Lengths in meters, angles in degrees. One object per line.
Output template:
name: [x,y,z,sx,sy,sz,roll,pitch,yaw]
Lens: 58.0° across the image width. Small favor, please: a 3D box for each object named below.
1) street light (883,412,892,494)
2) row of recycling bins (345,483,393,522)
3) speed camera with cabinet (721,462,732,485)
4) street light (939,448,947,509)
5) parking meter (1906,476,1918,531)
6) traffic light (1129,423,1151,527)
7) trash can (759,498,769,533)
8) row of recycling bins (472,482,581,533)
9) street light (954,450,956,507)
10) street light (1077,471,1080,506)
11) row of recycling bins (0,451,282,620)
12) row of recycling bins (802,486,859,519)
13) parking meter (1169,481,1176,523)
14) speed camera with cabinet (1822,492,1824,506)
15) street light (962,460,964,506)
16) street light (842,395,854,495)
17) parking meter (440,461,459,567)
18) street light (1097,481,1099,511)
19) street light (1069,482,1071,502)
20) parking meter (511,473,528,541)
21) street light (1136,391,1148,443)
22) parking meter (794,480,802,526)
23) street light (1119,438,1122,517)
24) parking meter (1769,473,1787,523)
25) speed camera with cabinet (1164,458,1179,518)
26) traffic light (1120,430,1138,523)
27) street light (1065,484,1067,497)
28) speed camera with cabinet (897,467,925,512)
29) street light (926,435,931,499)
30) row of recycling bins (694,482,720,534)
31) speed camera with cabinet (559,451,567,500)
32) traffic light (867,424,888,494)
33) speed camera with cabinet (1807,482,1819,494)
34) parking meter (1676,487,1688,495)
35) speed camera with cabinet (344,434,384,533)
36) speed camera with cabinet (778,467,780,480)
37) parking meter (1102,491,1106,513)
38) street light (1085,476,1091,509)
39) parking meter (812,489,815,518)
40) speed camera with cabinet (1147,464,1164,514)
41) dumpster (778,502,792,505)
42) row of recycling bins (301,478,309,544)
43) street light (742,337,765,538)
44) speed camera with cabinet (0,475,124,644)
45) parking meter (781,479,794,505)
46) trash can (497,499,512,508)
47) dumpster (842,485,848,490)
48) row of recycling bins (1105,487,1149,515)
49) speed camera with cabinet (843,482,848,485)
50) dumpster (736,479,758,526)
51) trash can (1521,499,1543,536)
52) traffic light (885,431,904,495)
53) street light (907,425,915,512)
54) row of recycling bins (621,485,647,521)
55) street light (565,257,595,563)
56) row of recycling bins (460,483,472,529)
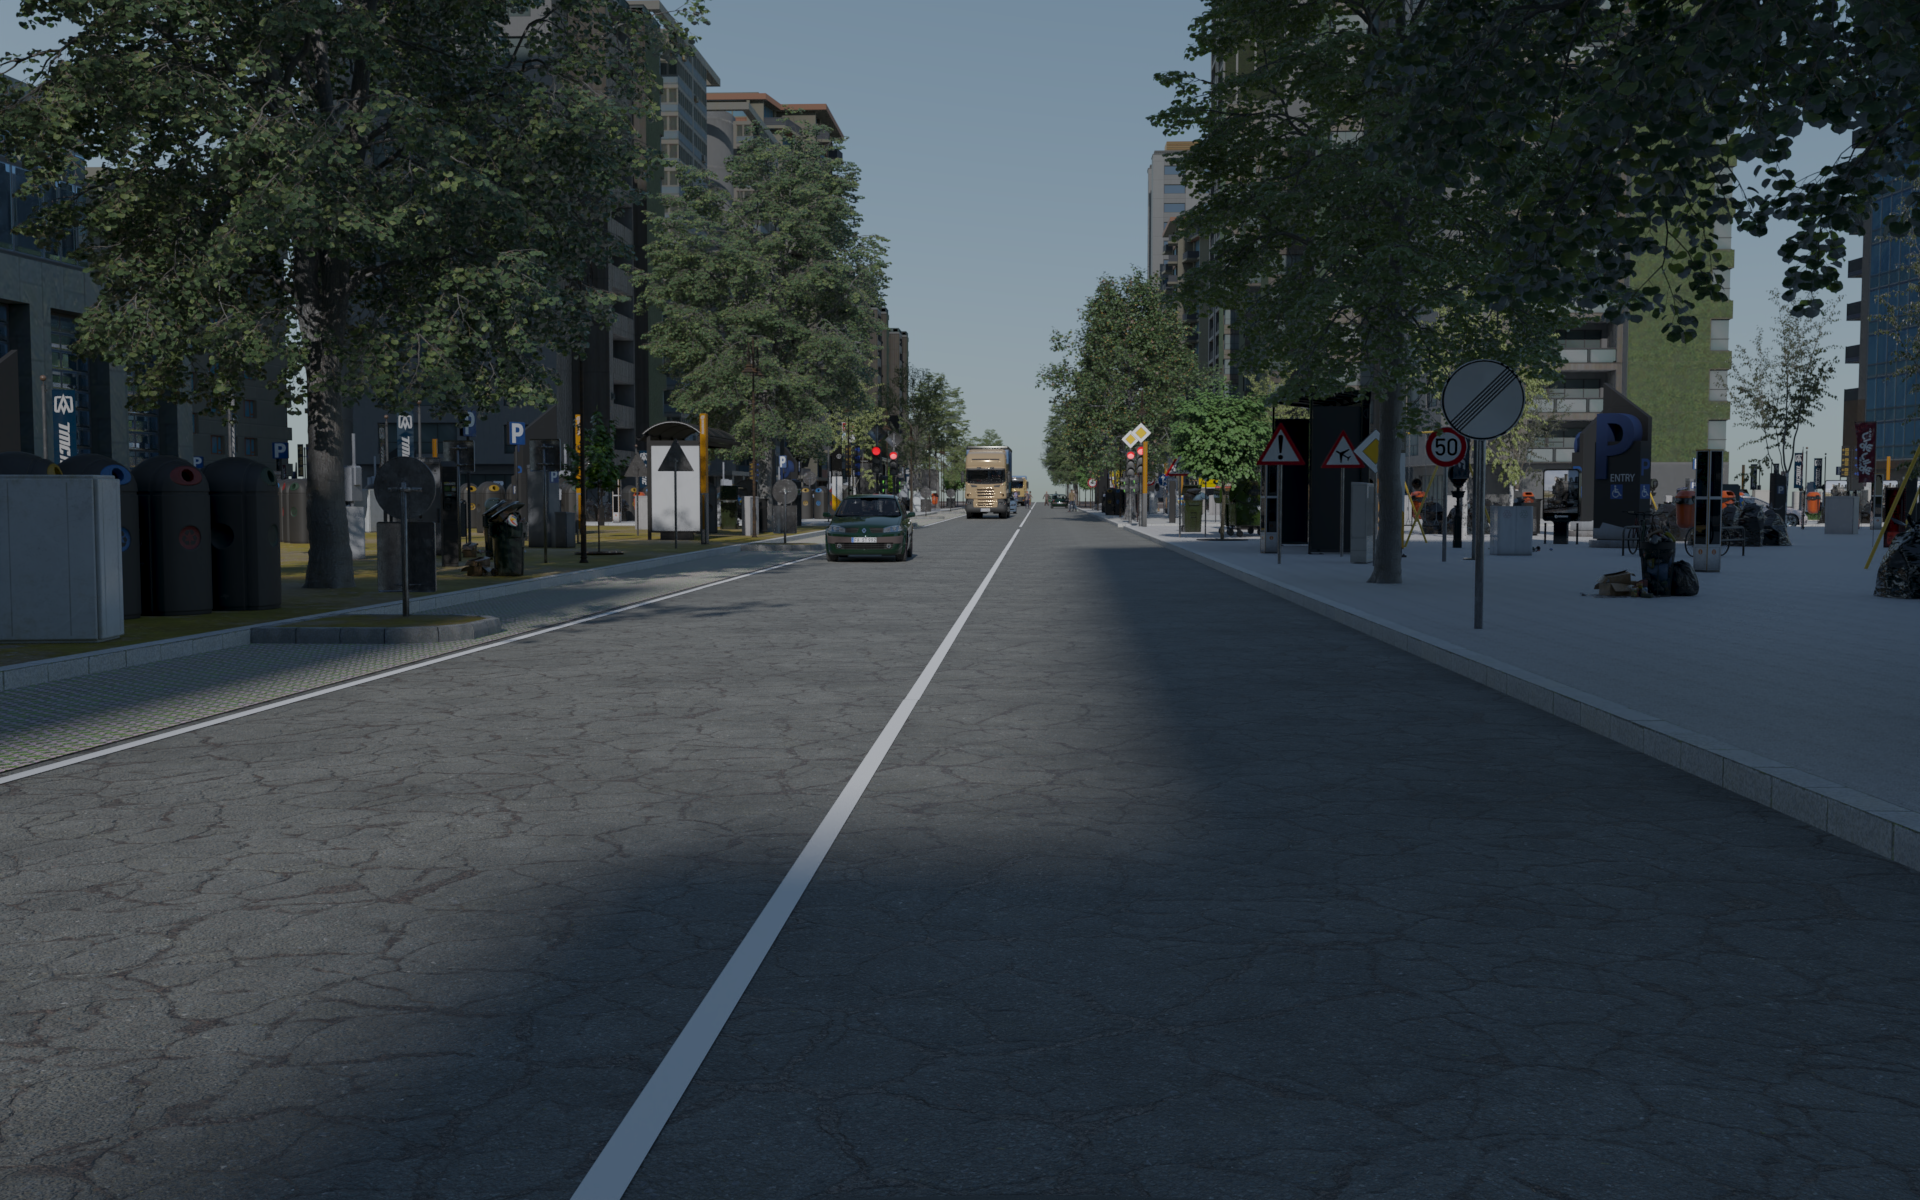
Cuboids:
street light: [-4.017,-7.504,95.486,0.468,5.910,1.993,0,4,3]
row of recycling bins: [-22.919,-3.634,66.533,1.069,1.692,3.534,3,5,41]
speed camera with cabinet: [-14.230,-6.887,106.943,0.660,3.252,2.038,-1,4,-23]
street light: [-1.442,-11.087,154.051,0.468,5.910,1.993,0,4,3]
parking meter: [25.201,-2.457,45.883,0.255,1.863,0.399,2,4,31]
traffic light: [7.118,-4.860,68.390,0.839,4.253,0.868,0,4,3]
trash can: [-6.651,-2.778,57.070,0.748,1.137,0.748,0,3,0]
row of recycling bins: [-14.180,-3.068,57.271,3.534,1.692,1.069,-1,4,-11]
street light: [-0.502,-12.213,172.466,0.468,5.910,1.993,0,4,3]
street light: [14.125,-14.410,208.392,0.468,5.910,1.993,0,4,3]
row of recycling bins: [-8.652,-0.671,18.079,1.069,1.692,3.534,2,4,24]
row of recycling bins: [-6.726,-4.986,88.641,3.534,1.692,1.069,2,4,25]
parking meter: [9.407,-4.339,76.652,0.255,1.863,0.399,1,4,14]
speed camera with cabinet: [60.601,-7.646,119.352,0.660,3.252,2.038,-3,5,-45]
street light: [0.347,-13.333,190.782,0.468,5.910,1.993,0,4,3]
street light: [-4.955,-6.384,77.174,0.468,5.910,1.993,0,4,3]
parking meter: [-9.026,-1.523,30.609,0.255,1.863,0.399,-2,4,-23]
street light: [10.585,-9.783,132.743,0.468,5.910,1.993,0,4,3]
street light: [15.430,-16.107,236.129,0.468,5.910,1.993,0,4,3]
parking meter: [-12.074,-2.553,47.453,0.399,1.863,0.255,3,4,38]
street light: [8.051,-6.360,76.780,0.468,5.910,1.993,0,4,3]
parking meter: [-6.580,-3.920,69.808,0.255,1.863,0.399,-3,5,-43]
street light: [8.881,-7.522,95.771,0.468,5.910,1.993,0,4,3]
parking meter: [22.691,-2.591,48.067,0.399,1.863,0.255,-1,4,-13]
speed camera with cabinet: [11.650,-6.139,94.707,0.660,3.252,2.038,0,4,5]
traffic light: [7.491,-5.348,76.366,0.839,4.253,0.868,0,4,3]
street light: [17.930,-19.467,291.080,0.468,5.910,1.993,0,4,3]
speed camera with cabinet: [-3.594,-8.146,127.525,2.038,3.252,0.660,-1,4,-16]
street light: [-2.315,-9.757,132.310,0.468,5.910,1.993,0,4,3]
row of recycling bins: [-8.635,-3.086,57.570,1.069,1.692,3.534,-1,4,-15]
speed camera with cabinet: [-16.350,-4.545,68.638,2.038,3.252,0.660,0,4,0]
traffic light: [-3.283,-4.889,68.858,0.839,4.253,0.868,0,4,3]
speed camera with cabinet: [63.095,-8.183,128.129,0.660,3.252,2.038,2,4,34]
parking meter: [25.718,-3.260,61.717,0.372,1.533,0.369,0,3,0]
speed camera with cabinet: [-19.889,-3.858,57.415,0.660,3.252,2.038,1,4,10]
speed camera with cabinet: [-12.311,-7.981,124.822,2.038,3.252,0.660,1,4,14]
parking meter: [9.875,-6.734,118.513,0.372,1.533,0.369,0,3,0]
street light: [12.417,-12.136,171.213,0.468,5.910,1.993,0,4,3]
parking meter: [-7.924,-5.126,92.214,0.372,1.533,0.369,0,3,0]
speed camera with cabinet: [12.766,-7.289,113.512,0.660,3.252,2.038,-2,4,-27]
dumpster: [-8.486,-4.750,83.428,1.264,1.857,1.865,0,4,3]
row of recycling bins: [-17.762,-2.387,46.148,1.069,1.692,3.534,-3,4,-37]
street light: [-6.075,-4.784,51.012,0.468,5.910,1.993,0,4,3]
speed camera with cabinet: [-8.425,-1.262,14.965,2.038,3.252,0.660,0,4,-7]
parking meter: [-6.581,-3.651,65.408,0.255,1.863,0.399,-3,4,-38]
trash can: [-31.096,-6.481,117.618,0.748,1.137,0.748,0,3,0]
dumpster: [-7.284,-6.291,108.618,1.264,1.857,1.865,0,4,3]
row of recycling bins: [10.024,-5.949,104.375,1.069,1.692,3.534,-2,4,-33]
speed camera with cabinet: [-8.330,-8.830,138.709,2.038,3.252,0.660,-1,4,-18]
dumpster: [-8.294,-3.870,69.034,1.264,1.857,1.865,0,4,3]
trash can: [17.556,-2.549,53.333,0.748,1.137,0.748,0,3,0]
traffic light: [-2.910,-5.377,76.834,0.839,4.253,0.868,0,4,3]
street light: [-3.209,-8.625,113.804,0.468,5.910,1.993,0,4,3]
row of recycling bins: [-14.393,-4.628,82.782,3.534,1.692,1.069,-1,4,-10]
street light: [-7.006,-3.626,32.076,0.468,5.910,1.993,0,4,3]
row of recycling bins: [-16.929,-3.509,64.478,3.534,1.692,1.069,0,4,2]
